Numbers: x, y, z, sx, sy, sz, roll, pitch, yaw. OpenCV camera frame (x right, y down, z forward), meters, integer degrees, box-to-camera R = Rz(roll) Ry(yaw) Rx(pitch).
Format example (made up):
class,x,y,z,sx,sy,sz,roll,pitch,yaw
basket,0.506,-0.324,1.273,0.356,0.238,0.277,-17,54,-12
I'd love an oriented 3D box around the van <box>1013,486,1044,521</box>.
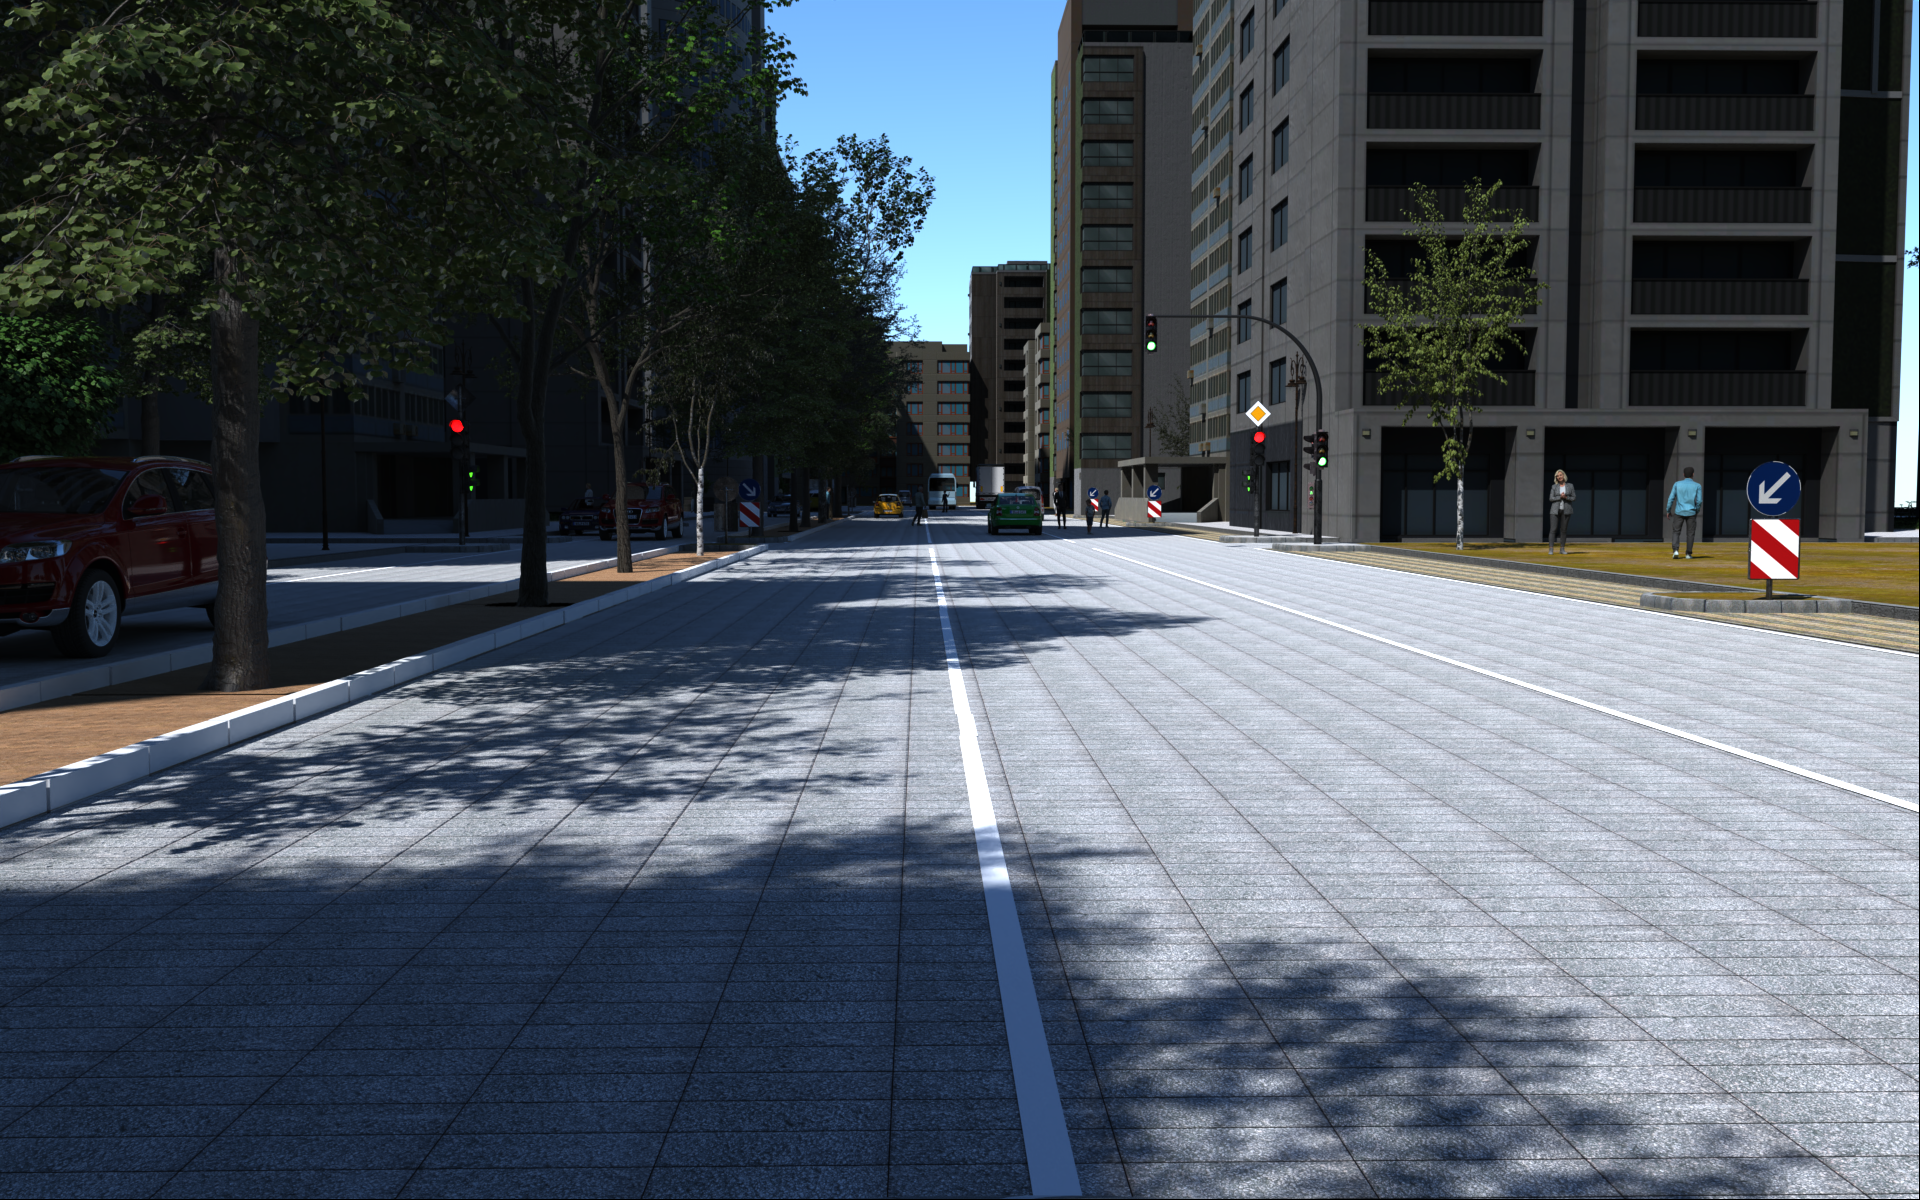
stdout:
class,x,y,z,sx,sy,sz,roll,pitch,yaw
van,3.587,-5.323,94.050,2.013,2.044,4.112,0,4,-3

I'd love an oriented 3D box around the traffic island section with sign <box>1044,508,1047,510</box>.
class,x,y,z,sx,sy,sz,roll,pitch,yaw
traffic island section with sign,6.641,-8.896,154.084,1.989,1.847,2.006,0,4,-1

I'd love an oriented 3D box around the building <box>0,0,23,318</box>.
class,x,y,z,sx,sy,sz,roll,pitch,yaw
building,-33.810,-29.894,30.763,28.212,58.520,21.231,0,4,-1

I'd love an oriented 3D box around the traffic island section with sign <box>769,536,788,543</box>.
class,x,y,z,sx,sy,sz,roll,pitch,yaw
traffic island section with sign,-6.193,-2.654,51.537,2.006,1.907,1.989,0,4,-1

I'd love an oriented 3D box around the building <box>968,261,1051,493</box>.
class,x,y,z,sx,sy,sz,roll,pitch,yaw
building,8.209,-27.270,217.568,14.107,30.474,14.160,0,4,-1

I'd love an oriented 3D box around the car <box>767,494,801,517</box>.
class,x,y,z,sx,sy,sz,roll,pitch,yaw
car,-11.041,-5.920,108.802,2.014,1.417,4.499,0,4,1

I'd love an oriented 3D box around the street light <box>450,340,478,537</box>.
class,x,y,z,sx,sy,sz,roll,pitch,yaw
street light,-14.845,-4.840,51.927,0.468,5.910,1.993,0,4,-1

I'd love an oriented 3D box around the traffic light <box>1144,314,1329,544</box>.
class,x,y,z,sx,sy,sz,roll,pitch,yaw
traffic light,7.015,-4.237,43.935,4.771,5.953,1.251,0,4,-1

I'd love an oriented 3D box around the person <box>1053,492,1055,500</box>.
class,x,y,z,sx,sy,sz,roll,pitch,yaw
person,8.330,-8.848,151.628,0.541,1.710,0.530,-2,4,-28

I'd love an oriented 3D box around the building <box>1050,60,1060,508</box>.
class,x,y,z,sx,sy,sz,roll,pitch,yaw
building,15.615,-29.584,167.285,14.154,41.232,14.086,0,4,-1

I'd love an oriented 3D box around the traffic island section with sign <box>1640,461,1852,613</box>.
class,x,y,z,sx,sy,sz,roll,pitch,yaw
traffic island section with sign,9.674,-0.795,21.630,1.989,1.847,2.006,0,4,-1

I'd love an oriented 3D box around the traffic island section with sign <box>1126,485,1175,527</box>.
class,x,y,z,sx,sy,sz,roll,pitch,yaw
traffic island section with sign,8.408,-4.170,76.814,1.989,1.847,2.006,0,4,-1

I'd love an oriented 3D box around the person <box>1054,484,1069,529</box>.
class,x,y,z,sx,sy,sz,roll,pitch,yaw
person,4.175,-3.837,71.005,0.659,1.850,0.755,0,4,-6

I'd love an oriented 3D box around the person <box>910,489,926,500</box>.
class,x,y,z,sx,sy,sz,roll,pitch,yaw
person,-3.469,-8.240,143.207,1.348,1.826,0.705,0,4,4

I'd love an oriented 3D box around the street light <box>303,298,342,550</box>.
class,x,y,z,sx,sy,sz,roll,pitch,yaw
street light,-14.517,-4.078,39.457,0.468,5.910,1.993,0,4,-1

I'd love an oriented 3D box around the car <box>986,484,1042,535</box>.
class,x,y,z,sx,sy,sz,roll,pitch,yaw
car,1.931,-3.241,61.792,1.959,1.807,4.718,0,4,-2

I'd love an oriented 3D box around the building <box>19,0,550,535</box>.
class,x,y,z,sx,sy,sz,roll,pitch,yaw
building,-32.587,-22.620,61.724,32.217,40.220,23.993,0,4,-1

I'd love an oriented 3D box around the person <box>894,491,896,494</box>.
class,x,y,z,sx,sy,sz,roll,pitch,yaw
person,-6.899,-10.918,187.456,0.568,1.767,0.683,2,4,30

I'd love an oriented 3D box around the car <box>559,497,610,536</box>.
class,x,y,z,sx,sy,sz,roll,pitch,yaw
car,-12.933,-2.954,60.870,1.945,1.354,3.894,0,4,-1

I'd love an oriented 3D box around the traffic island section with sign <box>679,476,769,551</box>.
class,x,y,z,sx,sy,sz,roll,pitch,yaw
traffic island section with sign,-6.034,-2.202,44.132,2.006,1.907,1.989,0,4,-1

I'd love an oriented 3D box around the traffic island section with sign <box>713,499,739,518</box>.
class,x,y,z,sx,sy,sz,roll,pitch,yaw
traffic island section with sign,-13.623,-5.789,103.284,1.989,1.847,2.006,0,4,-1

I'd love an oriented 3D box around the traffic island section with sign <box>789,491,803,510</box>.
class,x,y,z,sx,sy,sz,roll,pitch,yaw
traffic island section with sign,-14.779,-8.876,153.757,1.989,1.847,2.006,0,4,-1

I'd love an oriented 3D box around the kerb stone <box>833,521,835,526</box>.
class,x,y,z,sx,sy,sz,roll,pitch,yaw
kerb stone,-5.733,-3.323,76.525,0.120,0.150,1.000,0,4,-1

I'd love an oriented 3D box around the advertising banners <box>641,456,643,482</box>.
class,x,y,z,sx,sy,sz,roll,pitch,yaw
advertising banners,-14.850,-5.210,81.373,0.090,3.025,2.074,0,4,-4

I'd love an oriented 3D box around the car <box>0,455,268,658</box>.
class,x,y,z,sx,sy,sz,roll,pitch,yaw
car,-8.544,-0.497,16.798,2.281,1.827,5.304,0,4,-1

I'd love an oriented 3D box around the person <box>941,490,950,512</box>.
class,x,y,z,sx,sy,sz,roll,pitch,yaw
person,-1.121,-7.696,135.139,0.445,1.727,0.742,2,4,29

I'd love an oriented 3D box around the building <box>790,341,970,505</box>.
class,x,y,z,sx,sy,sz,roll,pitch,yaw
building,-13.530,-23.183,224.083,28.899,21.520,27.650,0,4,-1

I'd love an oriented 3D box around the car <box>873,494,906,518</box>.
class,x,y,z,sx,sy,sz,roll,pitch,yaw
car,-4.303,-5.786,104.823,2.015,1.641,3.980,0,4,0

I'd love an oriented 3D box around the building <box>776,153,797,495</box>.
class,x,y,z,sx,sy,sz,roll,pitch,yaw
building,-30.066,-30.262,186.658,23.993,40.220,32.217,0,4,-1

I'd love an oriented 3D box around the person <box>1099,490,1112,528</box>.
class,x,y,z,sx,sy,sz,roll,pitch,yaw
person,6.163,-3.844,73.158,0.589,1.601,0.330,2,4,33

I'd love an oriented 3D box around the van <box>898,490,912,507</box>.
class,x,y,z,sx,sy,sz,roll,pitch,yaw
van,-6.164,-11.317,192.039,2.013,2.044,4.112,0,4,-2

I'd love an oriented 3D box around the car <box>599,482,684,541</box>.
class,x,y,z,sx,sy,sz,roll,pitch,yaw
car,-10.095,-2.840,55.112,2.281,1.827,5.304,0,4,0

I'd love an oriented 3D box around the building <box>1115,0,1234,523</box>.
class,x,y,z,sx,sy,sz,roll,pitch,yaw
building,24.540,-24.044,84.997,32.217,40.220,23.993,0,4,-1

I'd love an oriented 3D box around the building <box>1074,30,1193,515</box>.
class,x,y,z,sx,sy,sz,roll,pitch,yaw
building,14.258,-20.817,112.067,14.160,30.474,14.107,0,4,-1

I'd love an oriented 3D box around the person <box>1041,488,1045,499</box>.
class,x,y,z,sx,sy,sz,roll,pitch,yaw
person,8.060,-10.152,171.891,0.709,1.838,0.599,0,4,-8

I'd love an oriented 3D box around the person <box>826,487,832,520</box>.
class,x,y,z,sx,sy,sz,roll,pitch,yaw
person,-7.357,-5.304,95.236,0.620,1.820,0.660,-1,4,-16

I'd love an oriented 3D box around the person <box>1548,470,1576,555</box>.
class,x,y,z,sx,sy,sz,roll,pitch,yaw
person,12.794,-1.869,36.789,0.537,1.800,0.526,1,4,23

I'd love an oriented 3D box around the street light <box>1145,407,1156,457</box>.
class,x,y,z,sx,sy,sz,roll,pitch,yaw
street light,10.075,-7.280,91.809,0.468,5.910,1.993,0,4,-1

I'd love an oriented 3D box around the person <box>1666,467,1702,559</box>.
class,x,y,z,sx,sy,sz,roll,pitch,yaw
person,14.334,-1.727,34.292,0.660,1.820,0.620,2,4,25

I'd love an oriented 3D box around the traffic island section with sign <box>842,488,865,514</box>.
class,x,y,z,sx,sy,sz,roll,pitch,yaw
traffic island section with sign,-7.920,-7.249,126.656,2.006,1.907,1.989,0,4,-1

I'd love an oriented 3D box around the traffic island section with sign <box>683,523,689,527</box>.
class,x,y,z,sx,sy,sz,roll,pitch,yaw
traffic island section with sign,-13.013,-4.141,76.336,1.989,1.847,2.006,0,4,-1

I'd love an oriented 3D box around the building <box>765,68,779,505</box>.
class,x,y,z,sx,sy,sz,roll,pitch,yaw
building,-24.574,-29.216,161.274,14.154,41.232,14.086,0,4,-1

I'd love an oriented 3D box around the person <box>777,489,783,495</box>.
class,x,y,z,sx,sy,sz,roll,pitch,yaw
person,-12.768,-6.963,122.520,0.537,1.800,0.526,-3,5,-40

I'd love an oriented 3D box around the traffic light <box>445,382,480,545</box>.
class,x,y,z,sx,sy,sz,roll,pitch,yaw
traffic light,-12.551,-3.345,43.615,0.839,4.253,0.868,0,4,-1

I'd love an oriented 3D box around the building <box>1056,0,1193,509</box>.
class,x,y,z,sx,sy,sz,roll,pitch,yaw
building,15.970,-30.704,152.120,14.600,45.320,14.200,0,4,-1

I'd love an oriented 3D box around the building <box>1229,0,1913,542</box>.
class,x,y,z,sx,sy,sz,roll,pitch,yaw
building,21.273,-37.891,57.764,20.611,71.187,20.563,0,4,-1

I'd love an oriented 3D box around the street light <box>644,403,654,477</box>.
class,x,y,z,sx,sy,sz,roll,pitch,yaw
street light,-15.579,-6.988,87.049,0.468,5.910,1.993,0,4,-1

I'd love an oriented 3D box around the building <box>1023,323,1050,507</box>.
class,x,y,z,sx,sy,sz,roll,pitch,yaw
building,21.610,-21.067,189.481,27.650,21.520,28.899,0,4,-1

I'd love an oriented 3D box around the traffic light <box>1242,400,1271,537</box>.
class,x,y,z,sx,sy,sz,roll,pitch,yaw
traffic light,8.922,-3.865,52.107,0.839,4.253,0.868,0,4,-1

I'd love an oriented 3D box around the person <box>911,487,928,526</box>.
class,x,y,z,sx,sy,sz,roll,pitch,yaw
person,-1.797,-4.215,77.895,0.515,1.767,0.782,-3,4,-39

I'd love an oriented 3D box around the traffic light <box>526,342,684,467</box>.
class,x,y,z,sx,sy,sz,roll,pitch,yaw
traffic light,-10.644,-4.710,51.680,4.771,5.953,1.251,0,4,-1

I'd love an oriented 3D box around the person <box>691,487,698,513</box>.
class,x,y,z,sx,sy,sz,roll,pitch,yaw
person,-18.441,-6.948,120.187,0.519,1.759,0.362,-2,4,-24

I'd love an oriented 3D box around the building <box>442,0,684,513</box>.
class,x,y,z,sx,sy,sz,roll,pitch,yaw
building,-26.406,-40.187,95.303,20.563,71.187,20.611,0,4,-1

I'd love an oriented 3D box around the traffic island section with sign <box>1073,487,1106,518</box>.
class,x,y,z,sx,sy,sz,roll,pitch,yaw
traffic island section with sign,7.789,-5.819,103.762,1.989,1.847,2.006,0,4,-1

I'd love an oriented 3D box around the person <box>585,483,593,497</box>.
class,x,y,z,sx,sy,sz,roll,pitch,yaw
person,-16.787,-4.403,78.379,0.624,1.780,0.694,2,4,29

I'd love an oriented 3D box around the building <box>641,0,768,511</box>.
class,x,y,z,sx,sy,sz,roll,pitch,yaw
building,-27.432,-36.548,139.567,21.231,58.520,28.212,0,4,-1

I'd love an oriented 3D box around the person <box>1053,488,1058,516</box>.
class,x,y,z,sx,sy,sz,roll,pitch,yaw
person,6.241,-6.319,111.688,0.514,1.842,0.818,1,4,18

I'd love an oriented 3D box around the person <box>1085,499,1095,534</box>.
class,x,y,z,sx,sy,sz,roll,pitch,yaw
person,4.646,-2.970,61.740,0.332,1.250,0.352,2,4,31

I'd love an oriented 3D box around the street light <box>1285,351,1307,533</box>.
class,x,y,z,sx,sy,sz,roll,pitch,yaw
street light,10.918,-5.104,56.243,0.468,5.910,1.993,0,4,-1

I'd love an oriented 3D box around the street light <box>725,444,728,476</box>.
class,x,y,z,sx,sy,sz,roll,pitch,yaw
street light,-16.400,-9.137,122.169,0.468,5.910,1.993,0,4,-1
